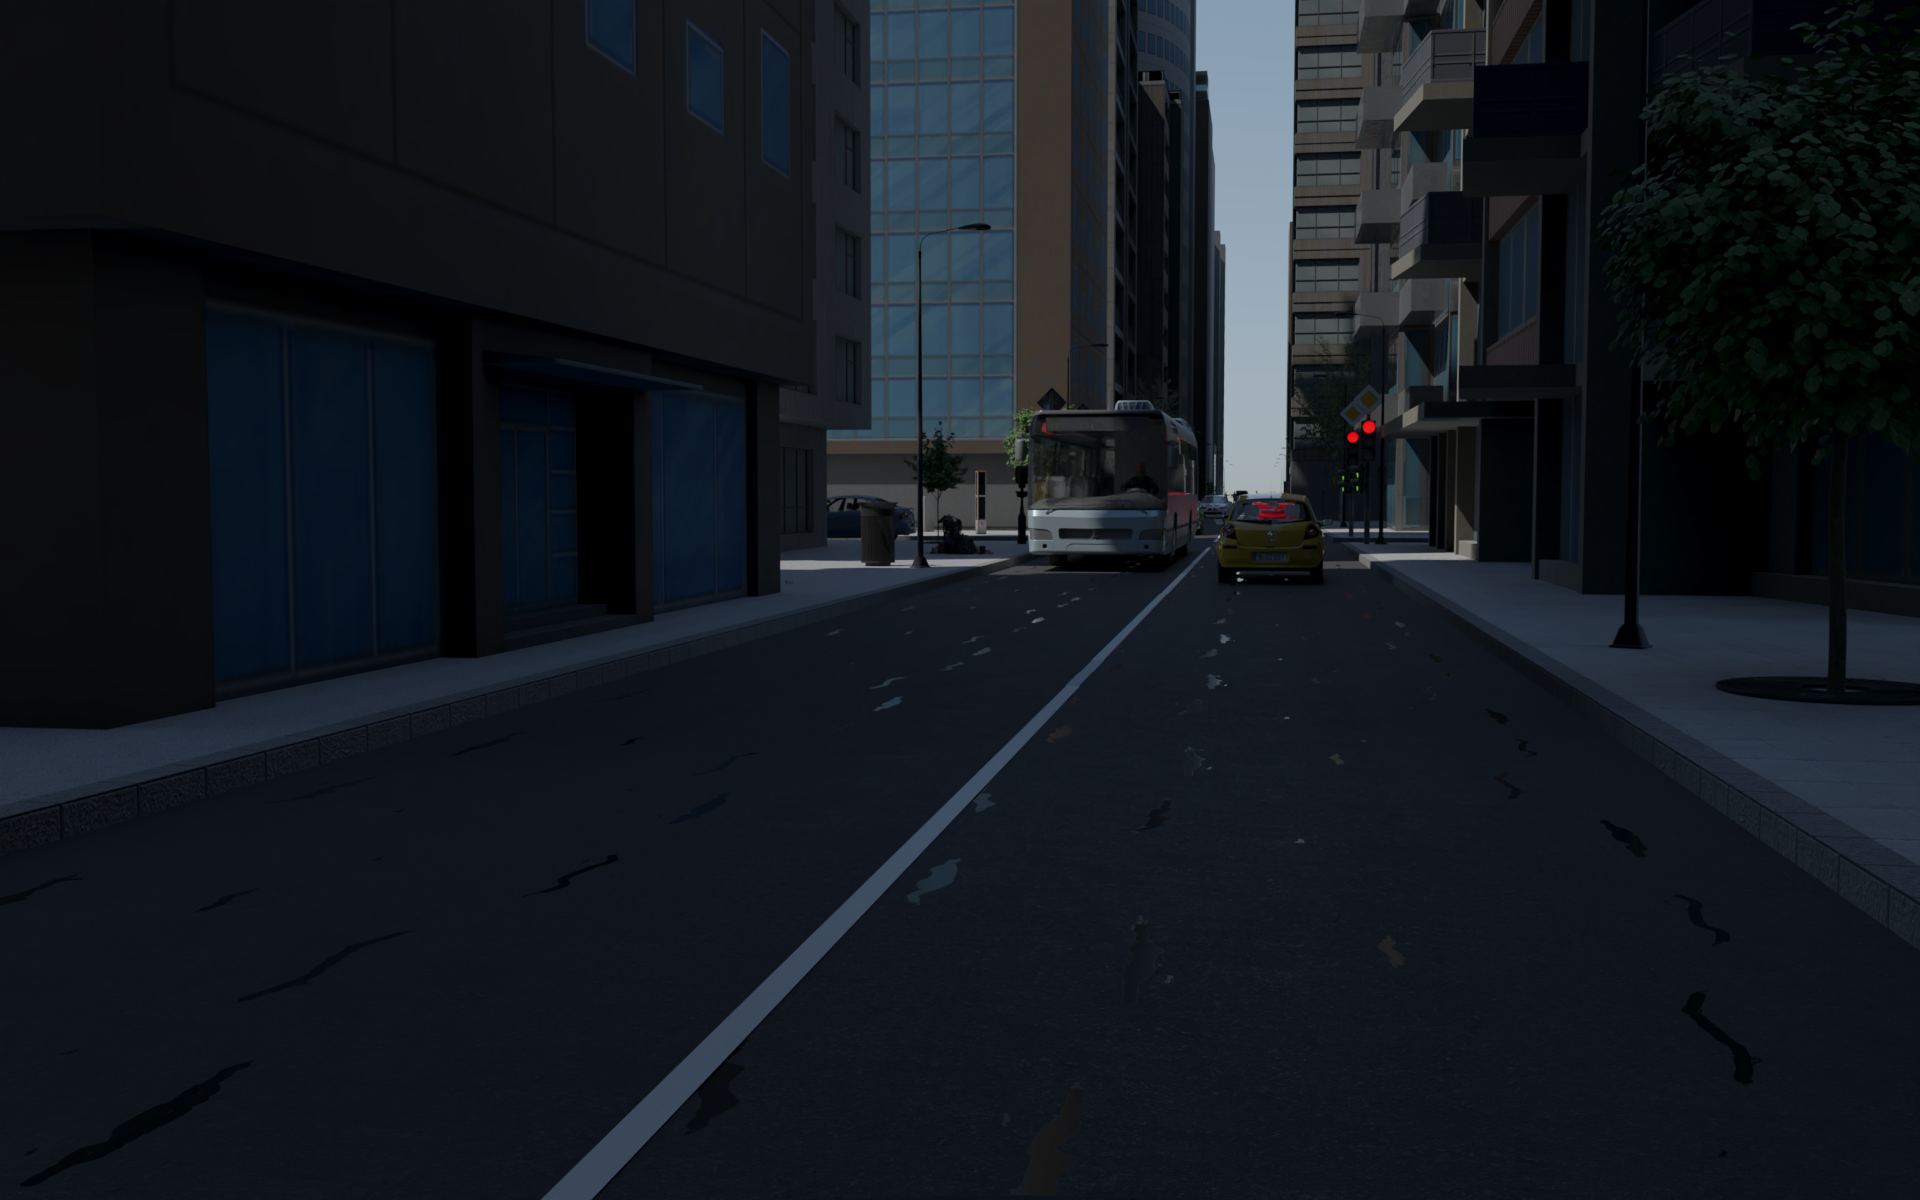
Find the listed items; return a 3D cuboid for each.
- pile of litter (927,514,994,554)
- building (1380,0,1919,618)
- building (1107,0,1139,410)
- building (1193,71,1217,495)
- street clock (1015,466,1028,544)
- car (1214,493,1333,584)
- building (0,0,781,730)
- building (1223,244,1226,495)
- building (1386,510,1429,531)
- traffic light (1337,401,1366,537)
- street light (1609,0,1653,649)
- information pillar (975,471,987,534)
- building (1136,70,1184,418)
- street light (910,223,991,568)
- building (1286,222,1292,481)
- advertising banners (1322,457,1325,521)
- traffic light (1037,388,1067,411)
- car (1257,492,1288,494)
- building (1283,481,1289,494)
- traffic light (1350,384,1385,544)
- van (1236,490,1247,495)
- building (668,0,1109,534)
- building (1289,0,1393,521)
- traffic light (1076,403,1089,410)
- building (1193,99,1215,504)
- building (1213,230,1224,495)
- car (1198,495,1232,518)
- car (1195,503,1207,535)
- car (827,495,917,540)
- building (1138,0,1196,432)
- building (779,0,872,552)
[{"bbox_3d":[-0.080,-1.431,37.364,1.176,0.858,1.719,-3,5,-45],"label":"pile of litter"},{"bbox_3d":[18.846,-22.792,27.282,22.147,44.769,28.867,1,4,10],"label":"building"},{"bbox_3d":[1.091,-39.925,91.025,20.563,71.187,20.611,1,4,10],"label":"building"},{"bbox_3d":[24.659,-56.688,239.518,22.319,86.520,31.000,1,4,10],"label":"building"},{"bbox_3d":[1.590,-2.436,44.397,0.358,2.002,0.471,-1,4,-18],"label":"street clock"},{"bbox_3d":[5.272,-1.163,29.234,2.015,1.641,3.980,1,4,11],"label":"car"},{"bbox_3d":[-9.944,-22.363,15.750,14.600,45.320,14.200,1,4,10],"label":"building"},{"bbox_3d":[35.030,-36.272,276.642,14.154,41.232,14.086,1,4,10],"label":"building"},{"bbox_3d":[29.576,-26.968,60.530,30.456,49.044,23.786,1,4,10],"label":"building"},{"bbox_3d":[11.792,-3.870,52.189,0.839,4.253,0.868,1,4,10],"label":"traffic light"},{"bbox_3d":[5.079,-2.561,14.406,1.470,5.913,1.316,1,4,10],"label":"street light"},{"bbox_3d":[0.670,-3.095,55.101,0.304,2.012,0.304,-1,4,-11],"label":"information pillar"},{"bbox_3d":[8.005,-21.277,119.577,14.160,30.474,14.107,1,4,10],"label":"building"},{"bbox_3d":[-0.160,-3.509,29.920,1.470,5.913,1.316,1,4,10],"label":"street light"},{"bbox_3d":[58.951,-38.195,274.596,14.600,45.320,14.200,1,4,10],"label":"building"},{"bbox_3d":[15.787,-4.834,75.231,0.090,3.025,2.074,1,4,12],"label":"advertising banners"},{"bbox_3d":[2.425,-3.473,45.698,0.839,4.253,0.868,1,4,10],"label":"traffic light"},{"bbox_3d":[11.365,-3.305,63.080,2.155,1.783,4.494,1,4,8],"label":"car"},{"bbox_3d":[64.336,-34.397,254.278,32.217,40.220,23.993,1,4,10],"label":"building"},{"bbox_3d":[10.418,-3.389,44.323,0.839,4.253,0.868,1,4,10],"label":"traffic light"},{"bbox_3d":[43.601,-16.141,268.291,2.240,2.365,5.245,1,4,8],"label":"van"},{"bbox_3d":[-1.799,-25.472,66.577,14.600,45.320,14.200,1,4,10],"label":"building"},{"bbox_3d":[24.155,-24.763,88.463,14.154,41.232,14.086,1,4,10],"label":"building"},{"bbox_3d":[3.799,-3.954,53.564,0.839,4.253,0.868,1,4,10],"label":"traffic light"},{"bbox_3d":[20.960,-33.268,194.038,14.600,45.320,14.200,1,4,10],"label":"building"},{"bbox_3d":[32.071,-35.404,262.451,14.154,41.232,14.086,1,4,10],"label":"building"},{"bbox_3d":[15.372,-5.631,104.420,2.083,1.381,4.827,1,4,12],"label":"car"},{"bbox_3d":[7.767,-3.067,61.943,2.131,1.459,4.920,1,4,9],"label":"car"},{"bbox_3d":[-3.510,-2.355,50.509,4.499,1.417,2.014,1,4,11],"label":"car"},{"bbox_3d":[8.205,-36.724,142.435,21.231,58.520,28.212,1,4,10],"label":"building"},{"bbox_3d":[-9.692,-21.747,39.164,14.086,41.232,14.154,1,4,10],"label":"building"}]
